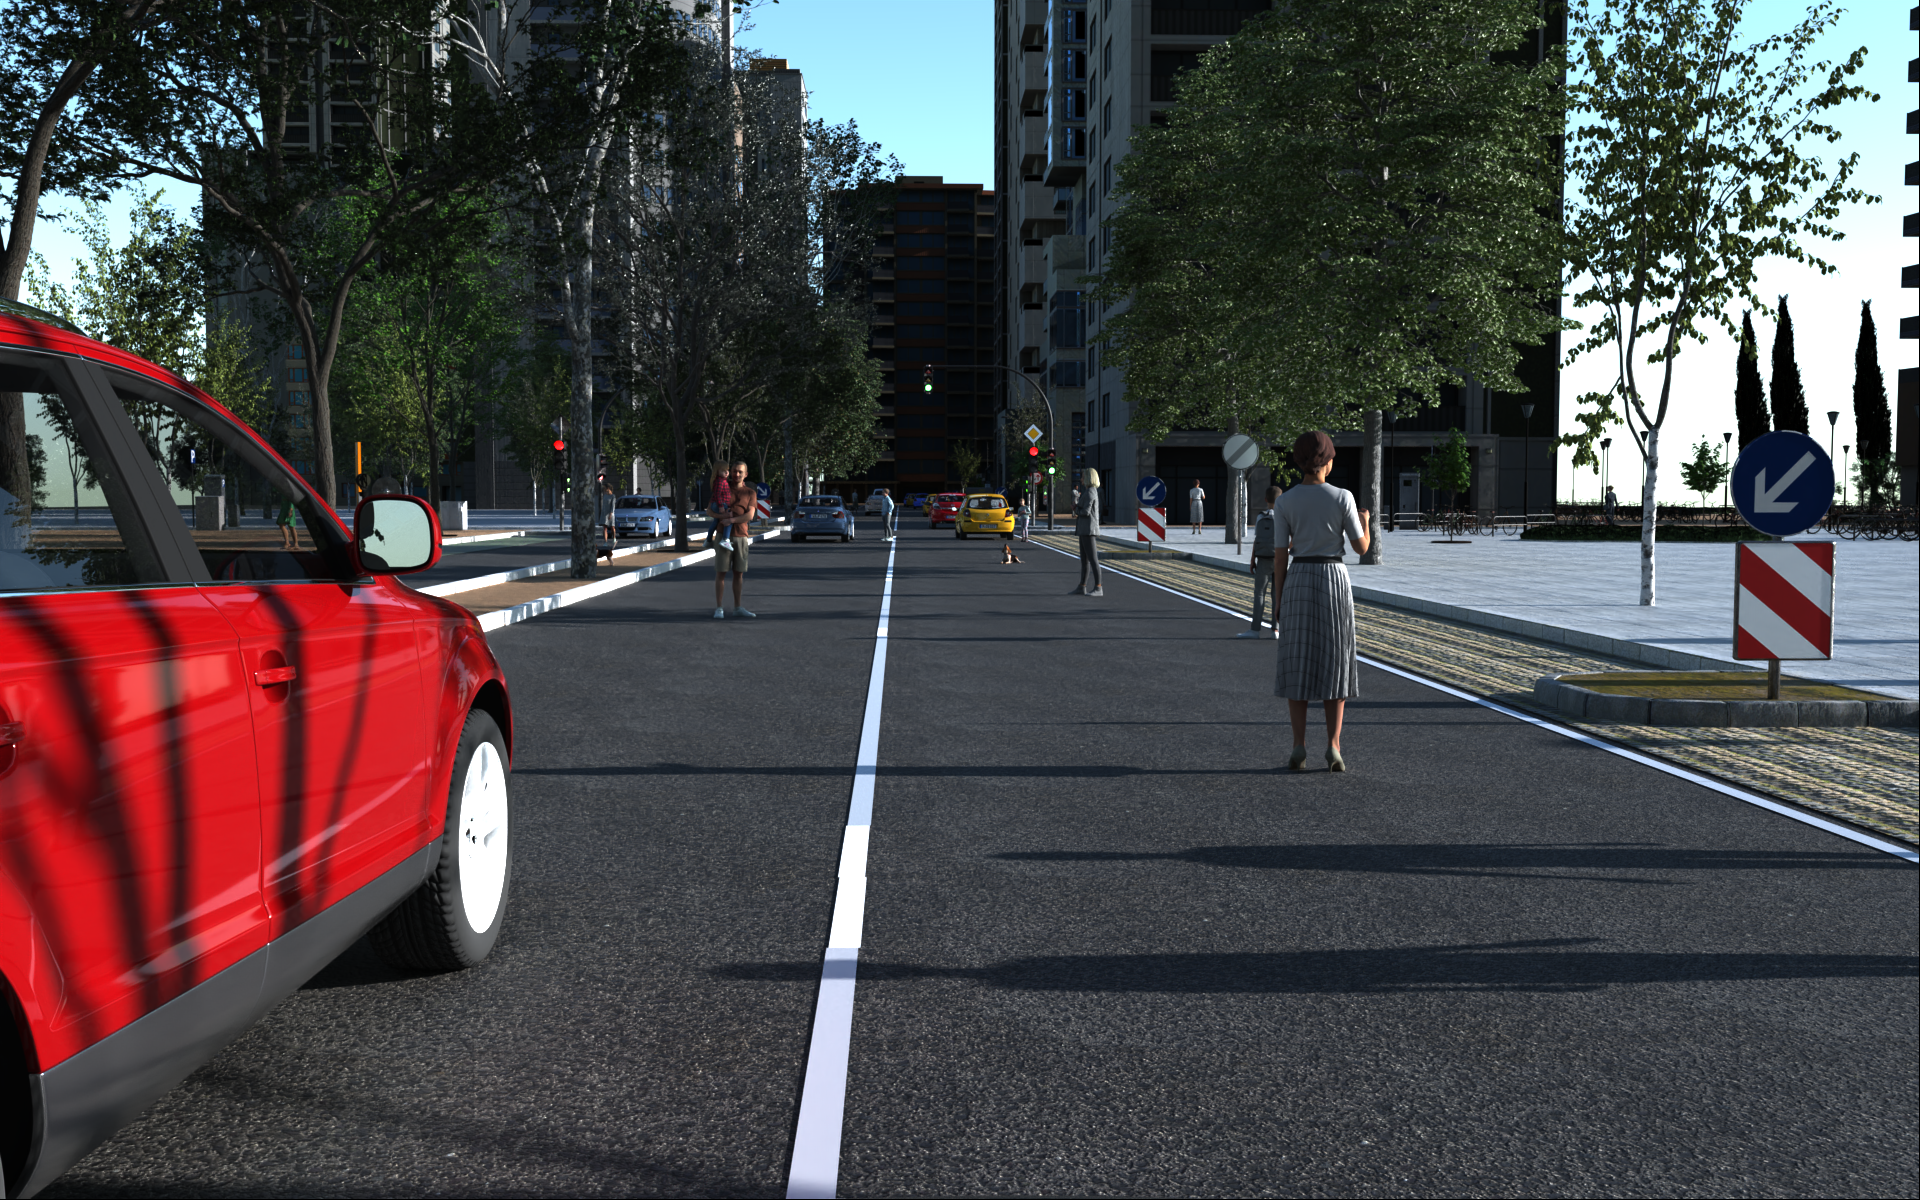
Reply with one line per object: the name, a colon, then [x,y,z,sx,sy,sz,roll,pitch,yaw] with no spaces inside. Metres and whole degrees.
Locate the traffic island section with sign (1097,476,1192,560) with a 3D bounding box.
traffic island section with sign: [4.023,-1.824,38.443,1.989,1.847,2.006,0,4,-2]

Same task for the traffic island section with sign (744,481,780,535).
traffic island section with sign: [-7.535,-3.252,61.303,2.006,1.907,1.989,0,4,-2]

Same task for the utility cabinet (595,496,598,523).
utility cabinet: [-16.480,-4.015,76.804,0.306,1.237,1.020,2,4,31]

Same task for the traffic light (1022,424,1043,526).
traffic light: [2.910,-4.916,69.301,0.839,4.253,0.868,0,4,-2]

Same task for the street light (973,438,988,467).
street light: [1.736,-10.493,144.094,1.470,5.913,1.316,0,4,-2]

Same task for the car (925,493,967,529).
car: [-0.379,-3.851,71.998,2.155,1.783,4.494,0,4,-3]

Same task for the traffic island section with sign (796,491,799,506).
traffic island section with sign: [-18.410,-11.550,197.474,1.989,1.847,2.006,0,4,-2]

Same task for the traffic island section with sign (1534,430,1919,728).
traffic island section with sign: [4.965,-0.176,11.504,1.989,1.847,2.006,0,4,-2]

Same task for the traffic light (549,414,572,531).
traffic light: [-13.964,-4.391,60.712,0.839,4.253,0.868,0,4,-2]

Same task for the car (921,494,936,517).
car: [-1.437,-6.021,108.660,2.015,1.641,3.980,0,4,-4]

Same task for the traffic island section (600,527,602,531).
traffic island section: [-14.281,-2.847,68.825,2.009,0.180,2.903,0,4,-2]

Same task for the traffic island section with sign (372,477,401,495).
traffic island section with sign: [-12.916,-1.839,38.693,1.989,1.847,2.006,0,4,-2]

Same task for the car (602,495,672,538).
car: [-10.661,-2.778,57.429,2.014,1.417,4.499,0,4,-1]

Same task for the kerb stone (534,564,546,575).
kerb stone: [-7.524,-0.513,30.577,0.120,0.150,1.000,0,4,-2]

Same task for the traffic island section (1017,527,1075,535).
traffic island section: [3.227,-2.395,61.436,2.009,0.180,2.903,0,4,-2]

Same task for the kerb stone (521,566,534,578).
kerb stone: [-7.484,-0.448,29.550,0.120,0.150,1.000,0,4,-2]

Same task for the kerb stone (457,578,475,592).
kerb stone: [-7.344,-0.200,25.458,0.120,0.150,1.000,0,4,-2]

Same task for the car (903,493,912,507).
car: [-5.559,-11.480,197.286,1.945,1.707,3.694,0,4,-3]

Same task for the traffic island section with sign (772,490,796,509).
traffic island section with sign: [-17.486,-9.903,170.535,1.989,1.847,2.006,0,4,-2]

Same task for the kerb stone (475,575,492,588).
kerb stone: [-7.382,-0.255,26.481,0.120,0.150,1.000,0,4,-2]

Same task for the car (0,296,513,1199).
car: [-2.408,0.310,3.604,2.281,1.827,5.304,0,4,-1]

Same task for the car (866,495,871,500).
car: [-9.895,-11.537,200.983,2.083,1.381,4.827,0,4,-3]

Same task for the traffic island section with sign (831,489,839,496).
traffic island section with sign: [-10.398,-8.297,143.799,2.006,1.907,1.989,0,4,-2]

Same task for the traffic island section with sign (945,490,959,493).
traffic island section with sign: [-0.569,-9.938,171.110,1.989,1.847,2.006,0,4,-2]

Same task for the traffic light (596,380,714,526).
traffic light: [-12.153,-5.757,68.799,4.771,5.953,1.251,0,4,-2]

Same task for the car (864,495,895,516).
car: [-5.381,-6.334,115.925,2.083,1.381,4.827,0,4,-1]

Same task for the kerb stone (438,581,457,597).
kerb stone: [-7.315,-0.134,24.428,0.120,0.150,1.000,0,4,-2]

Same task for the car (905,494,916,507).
car: [-4.944,-10.823,187.180,2.015,1.641,3.980,0,4,-3]

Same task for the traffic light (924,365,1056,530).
traffic light: [1.099,-5.287,61.107,4.771,5.953,1.251,0,4,-2]

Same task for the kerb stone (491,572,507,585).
kerb stone: [-7.409,-0.325,27.508,0.120,0.150,1.000,0,4,-2]

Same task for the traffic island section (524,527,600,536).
traffic island section: [-14.004,-2.359,60.845,2.009,0.180,2.903,0,4,-2]

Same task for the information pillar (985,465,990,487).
information pillar: [2.247,-9.077,139.763,0.504,3.616,0.183,-2,4,-35]

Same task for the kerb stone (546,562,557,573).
kerb stone: [-7.558,-0.574,31.610,0.120,0.150,1.000,0,4,-2]

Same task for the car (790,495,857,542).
car: [-4.174,-2.492,52.744,2.014,1.417,4.499,0,4,-1]

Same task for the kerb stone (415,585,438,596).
kerb stone: [-7.277,-0.072,23.403,0.120,0.150,1.000,0,4,-2]

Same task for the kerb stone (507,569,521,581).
kerb stone: [-7.453,-0.385,28.529,0.120,0.150,1.000,0,4,-2]

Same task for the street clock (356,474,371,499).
street clock: [-21.023,-3.456,61.068,0.358,2.002,0.471,3,5,44]

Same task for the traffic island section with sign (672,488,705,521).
traffic island section with sign: [-14.809,-5.187,93.437,1.989,1.847,2.006,0,4,-2]

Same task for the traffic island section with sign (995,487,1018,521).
traffic island section with sign: [2.093,-5.222,94.000,1.989,1.847,2.006,0,4,-2]

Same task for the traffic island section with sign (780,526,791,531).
traffic island section with sign: [-7.783,-3.705,68.706,2.006,1.907,1.989,0,4,-2]

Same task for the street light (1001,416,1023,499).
street light: [3.154,-7.985,103.088,1.470,5.913,1.316,0,4,-2]

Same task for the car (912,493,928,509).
car: [-3.575,-9.462,164.287,1.945,1.707,3.694,0,4,-2]

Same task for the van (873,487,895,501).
van: [-6.177,-8.019,138.122,2.013,2.044,4.112,0,4,-1]

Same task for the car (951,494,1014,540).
car: [0.757,-2.761,55.360,2.015,1.641,3.980,0,4,-3]

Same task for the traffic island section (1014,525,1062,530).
traffic island section: [2.950,-2.883,69.416,2.009,0.180,2.903,0,4,-2]
